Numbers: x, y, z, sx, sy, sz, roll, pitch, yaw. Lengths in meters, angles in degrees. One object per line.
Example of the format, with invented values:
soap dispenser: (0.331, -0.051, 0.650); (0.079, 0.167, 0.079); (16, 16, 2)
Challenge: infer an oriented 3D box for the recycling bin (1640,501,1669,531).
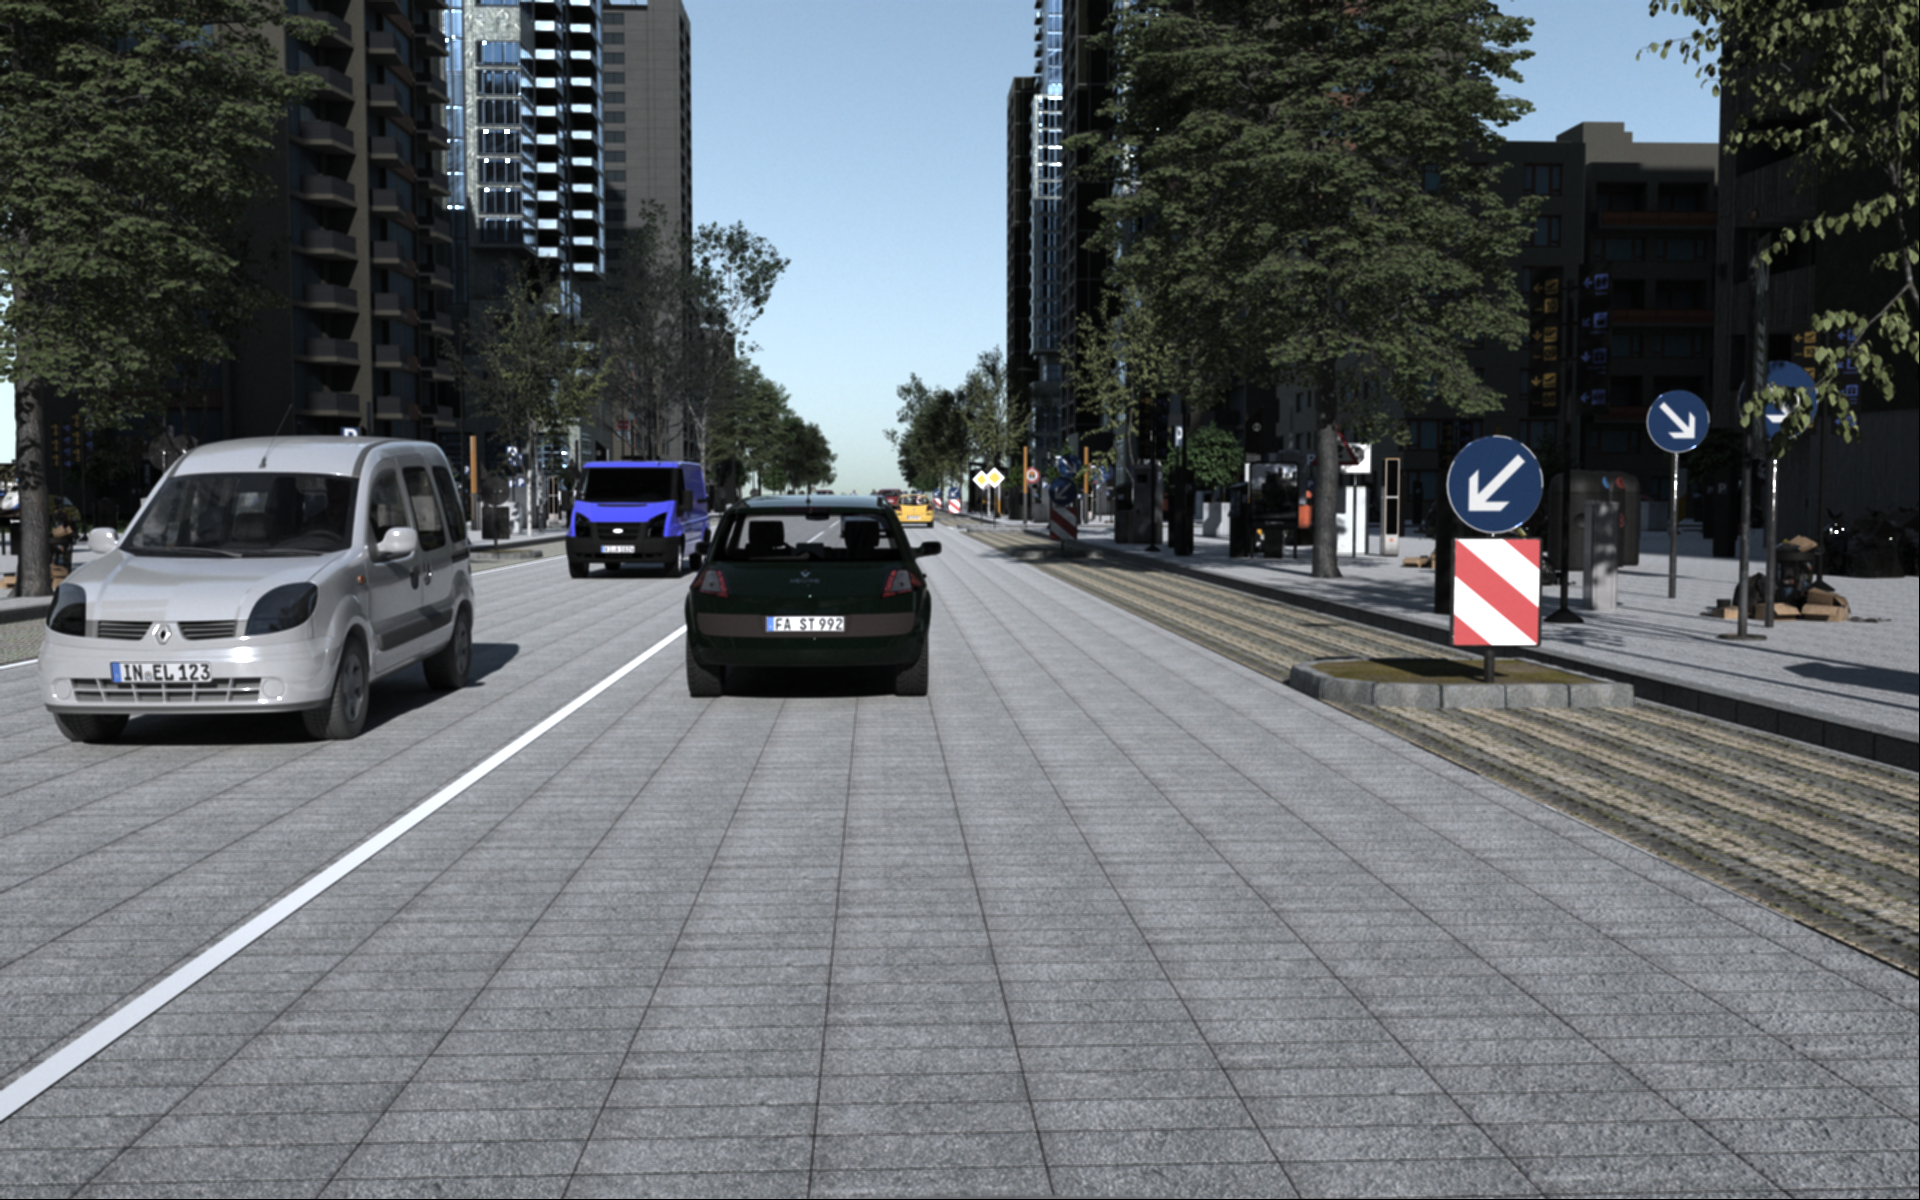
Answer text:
recycling bin: (24.087, -2.907, 60.081); (0.722, 1.027, 0.722); (0, 4, 3)

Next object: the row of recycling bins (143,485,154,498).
row of recycling bins: (-36.949, -4.595, 82.238); (3.534, 1.692, 1.069); (0, 4, -5)

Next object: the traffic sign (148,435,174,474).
traffic sign: (-17.145, -2.278, 37.355); (0.768, 2.556, 0.104); (0, 4, 7)

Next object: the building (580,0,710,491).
building: (-47.685, -49.867, 253.584); (20.563, 71.187, 20.611); (0, 4, -3)

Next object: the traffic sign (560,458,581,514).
traffic sign: (-14.071, -3.842, 62.825); (0.884, 2.594, 0.081); (0, 4, -2)

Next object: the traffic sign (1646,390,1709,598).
traffic sign: (8.772, -1.294, 21.260); (0.768, 2.556, 0.104); (0, 4, 0)

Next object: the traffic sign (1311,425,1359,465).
traffic sign: (6.944, -1.965, 32.124); (0.884, 2.594, 0.081); (0, 4, 1)

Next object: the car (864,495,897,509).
car: (-3.089, -2.799, 57.760); (2.014, 1.417, 4.499); (0, 4, -3)

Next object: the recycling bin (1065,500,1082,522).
recycling bin: (5.387, -4.323, 83.243); (0.722, 1.027, 0.722); (2, 4, 23)

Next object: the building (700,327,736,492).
building: (-46.183, -32.183, 297.888); (14.160, 30.474, 14.107); (0, 4, -3)

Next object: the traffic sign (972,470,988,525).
traffic sign: (0.903, -4.211, 72.491); (0.795, 2.450, 0.064); (0, 4, -3)

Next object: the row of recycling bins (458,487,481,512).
row of recycling bins: (-29.551, -5.958, 104.523); (3.534, 1.692, 1.069); (-2, 4, -28)

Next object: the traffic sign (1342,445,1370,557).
traffic sign: (7.985, -2.012, 35.031); (0.606, 2.300, 0.079); (0, 4, 0)

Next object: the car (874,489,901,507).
car: (-4.895, -6.880, 121.169); (2.281, 1.827, 5.304); (0, 4, -2)

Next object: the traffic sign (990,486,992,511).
traffic sign: (2.215, -7.614, 124.591); (0.768, 2.556, 0.104); (0, 4, -1)

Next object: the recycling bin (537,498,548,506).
recycling bin: (-26.734, -5.982, 110.362); (0.722, 1.027, 0.722); (1, 4, 16)

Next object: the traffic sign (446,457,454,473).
traffic sign: (-17.417, -3.558, 58.284); (0.768, 2.556, 0.104); (0, 4, 6)

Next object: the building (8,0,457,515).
building: (-43.976, -27.575, 105.471); (22.147, 44.769, 28.867); (0, 4, -3)

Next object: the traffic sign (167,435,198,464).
traffic sign: (-16.618, -2.266, 37.155); (0.768, 2.556, 0.104); (0, 4, -1)

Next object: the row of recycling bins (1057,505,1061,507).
row of recycling bins: (6.246, -6.194, 108.392); (3.534, 1.692, 1.069); (0, 4, 7)

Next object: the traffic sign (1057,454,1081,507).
traffic sign: (3.473, -3.365, 55.127); (0.768, 2.556, 0.104); (0, 4, -1)

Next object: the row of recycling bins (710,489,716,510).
row of recycling bins: (-20.232, -8.110, 139.712); (3.534, 1.692, 1.069); (-1, 4, -22)

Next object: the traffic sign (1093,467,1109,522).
traffic sign: (6.506, -4.902, 80.249); (0.768, 2.556, 0.104); (0, 4, 3)

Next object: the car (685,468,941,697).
car: (-1.132, -0.236, 13.644); (2.009, 1.686, 4.222); (0, 4, -3)

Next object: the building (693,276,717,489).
building: (-54.503, -35.815, 277.459); (32.217, 40.220, 23.993); (0, 4, -3)

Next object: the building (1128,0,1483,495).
building: (25.435, -29.044, 129.487); (22.147, 44.769, 28.867); (0, 4, -3)

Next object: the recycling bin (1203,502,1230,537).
recycling bin: (7.786, -2.418, 52.084); (0.722, 1.027, 0.722); (-3, 5, -45)

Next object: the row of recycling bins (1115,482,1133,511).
row of recycling bins: (5.971, -3.278, 60.715); (1.069, 1.692, 3.534); (0, 4, 8)

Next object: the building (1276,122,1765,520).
building: (35.691, -15.563, 99.497); (28.899, 21.520, 27.650); (0, 4, -3)

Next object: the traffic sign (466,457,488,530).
traffic sign: (-17.059, -3.756, 61.410); (0.884, 2.594, 0.081); (0, 4, 2)

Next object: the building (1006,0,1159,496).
building: (19.553, -58.551, 269.973); (22.319, 86.520, 31.000); (0, 4, -3)

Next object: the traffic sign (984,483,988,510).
traffic sign: (1.802, -7.595, 124.185); (0.884, 2.594, 0.081); (0, 4, 5)

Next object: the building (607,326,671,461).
building: (-47.627, -21.181, 191.356); (27.650, 21.520, 28.899); (0, 4, -3)

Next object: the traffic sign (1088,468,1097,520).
traffic sign: (6.477, -5.155, 84.383); (0.768, 2.556, 0.104); (0, 4, -2)

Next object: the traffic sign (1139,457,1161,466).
traffic sign: (6.253, -3.489, 57.150); (0.768, 2.556, 0.104); (0, 4, 5)

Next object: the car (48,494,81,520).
car: (-36.133, -3.458, 66.757); (3.980, 1.641, 2.015); (0, 4, -2)

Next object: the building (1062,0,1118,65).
building: (20.729, -46.529, 198.998); (20.563, 71.187, 20.611); (0, 4, -3)

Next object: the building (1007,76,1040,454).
building: (16.799, -52.497, 296.574); (20.563, 71.187, 20.611); (0, 4, -3)

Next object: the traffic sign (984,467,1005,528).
traffic sign: (1.283, -3.723, 64.515); (0.795, 2.450, 0.064); (0, 4, -3)

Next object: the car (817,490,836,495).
car: (-12.618, -9.338, 161.349); (2.281, 1.827, 5.304); (0, 4, -1)

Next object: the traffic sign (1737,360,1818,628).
traffic sign: (7.789, -1.008, 16.595); (0.768, 2.556, 0.104); (0, 4, 0)

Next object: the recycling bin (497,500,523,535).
recycling bin: (-14.288, -2.590, 54.898); (0.722, 1.027, 0.722); (0, 4, -6)

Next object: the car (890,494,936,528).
car: (-2.018, -3.942, 74.677); (2.015, 1.641, 3.980); (0, 4, -2)

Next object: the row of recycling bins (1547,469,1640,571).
row of recycling bins: (11.054, -1.415, 30.248); (1.069, 1.692, 3.534); (2, 4, 34)

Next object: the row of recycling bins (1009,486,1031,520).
row of recycling bins: (2.963, -4.828, 86.056); (1.069, 1.692, 3.534); (0, 4, -4)

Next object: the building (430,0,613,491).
building: (-44.012, -51.777, 159.226); (22.319, 86.520, 31.000); (0, 4, -3)

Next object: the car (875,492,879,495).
car: (-14.345, -17.681, 297.759); (2.281, 1.827, 5.304); (0, 4, -3)

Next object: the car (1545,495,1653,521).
car: (25.630, -3.677, 69.163); (4.494, 1.783, 2.155); (0, 4, -4)

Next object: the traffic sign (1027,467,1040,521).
traffic sign: (3.411, -5.023, 82.225); (0.768, 2.556, 0.104); (0, 4, -1)

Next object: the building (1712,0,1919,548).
building: (24.695, -16.280, 37.877); (14.160, 30.474, 14.107); (0, 4, -3)
